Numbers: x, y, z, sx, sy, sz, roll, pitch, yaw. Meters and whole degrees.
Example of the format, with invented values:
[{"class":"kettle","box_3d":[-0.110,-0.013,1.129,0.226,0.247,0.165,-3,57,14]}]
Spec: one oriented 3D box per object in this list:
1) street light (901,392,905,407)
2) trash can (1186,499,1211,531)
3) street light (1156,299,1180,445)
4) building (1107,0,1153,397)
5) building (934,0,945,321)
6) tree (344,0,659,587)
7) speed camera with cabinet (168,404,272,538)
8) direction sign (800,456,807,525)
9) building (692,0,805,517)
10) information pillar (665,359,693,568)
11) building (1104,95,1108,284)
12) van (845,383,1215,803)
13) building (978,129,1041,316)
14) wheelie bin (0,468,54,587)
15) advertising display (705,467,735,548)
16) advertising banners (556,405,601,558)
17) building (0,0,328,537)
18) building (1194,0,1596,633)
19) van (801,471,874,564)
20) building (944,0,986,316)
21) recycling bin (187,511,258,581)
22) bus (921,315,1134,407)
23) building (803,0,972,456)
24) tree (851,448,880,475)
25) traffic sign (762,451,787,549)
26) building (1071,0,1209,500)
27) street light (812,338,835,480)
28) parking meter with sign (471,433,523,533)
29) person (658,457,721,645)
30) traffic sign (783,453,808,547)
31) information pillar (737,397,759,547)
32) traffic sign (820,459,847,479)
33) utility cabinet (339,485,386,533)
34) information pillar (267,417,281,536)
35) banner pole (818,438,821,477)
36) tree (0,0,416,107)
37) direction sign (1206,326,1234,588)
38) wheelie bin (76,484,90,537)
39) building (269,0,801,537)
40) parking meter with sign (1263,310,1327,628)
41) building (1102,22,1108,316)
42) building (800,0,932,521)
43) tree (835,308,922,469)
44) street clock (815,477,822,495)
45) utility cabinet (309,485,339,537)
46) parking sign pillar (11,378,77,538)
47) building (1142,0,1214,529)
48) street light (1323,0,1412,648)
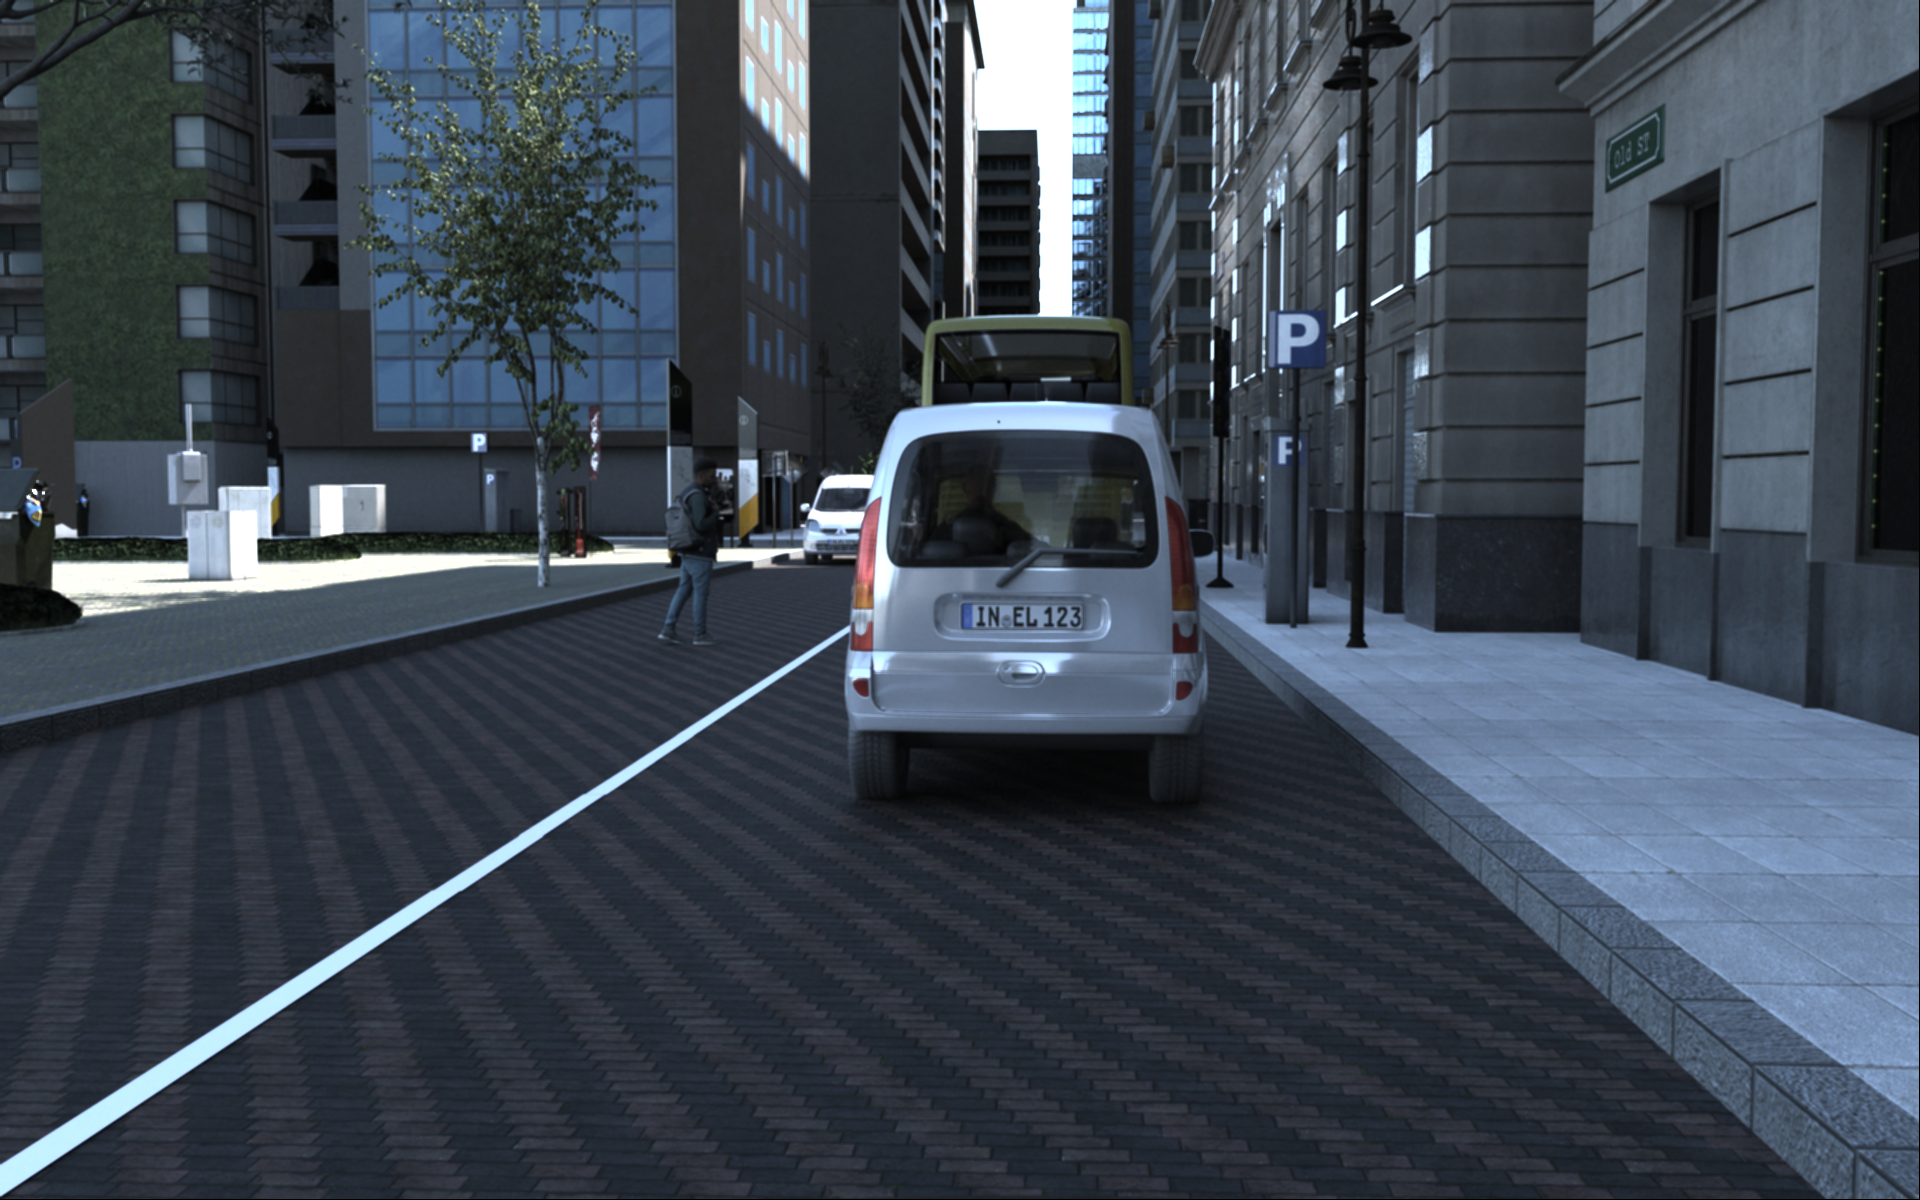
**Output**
[{"class":"street light","box_3d":[-2.569,-6.464,78.471,0.468,5.910,1.993,0,4,3]},{"class":"trash can","box_3d":[6.904,-2.346,50.017,0.748,1.137,0.748,0,3,0]},{"class":"street light","box_3d":[4.931,-4.186,41.234,0.468,5.910,1.993,0,4,3]},{"class":"building","box_3d":[18.325,-29.455,131.703,14.600,45.320,14.200,0,4,3]},{"class":"building","box_3d":[-11.202,-50.566,139.433,22.319,86.520,31.000,0,4,3]},{"class":"tree","box_3d":[-5.906,-4.477,23.562,4.737,8.622,4.395,0,3,0]},{"class":"speed camera with cabinet","box_3d":[-16.526,-2.711,38.667,2.038,3.252,0.660,-3,5,-41]},{"class":"direction sign","box_3d":[-6.509,-4.884,71.850,0.379,3.537,0.876,1,4,16]},{"class":"building","box_3d":[-9.130,-28.546,116.844,14.600,45.320,14.200,0,4,3]},{"class":"information pillar","box_3d":[-4.890,-2.375,30.183,0.504,3.616,0.183,-3,5,-44]},{"class":"building","box_3d":[26.560,-34.430,182.532,23.786,49.044,30.456,0,4,3]},{"class":"van","box_3d":[0.417,-0.149,9.454,2.013,2.044,4.112,0,4,4]},{"class":"building","box_3d":[-0.575,-36.483,220.193,21.600,48.544,21.300,0,4,3]},{"class":"wheelie bin","box_3d":[-11.559,-0.815,21.232,0.980,1.594,0.693,1,4,14]},{"class":"advertising display","box_3d":[-5.792,-2.189,41.007,0.974,1.923,0.123,-2,4,-35]},{"class":"advertising banners","box_3d":[-7.684,-2.370,34.941,0.090,3.025,2.074,-3,4,-36]},{"class":"building","box_3d":[-28.873,-22.922,58.373,14.086,41.232,14.154,0,4,3]},{"class":"building","box_3d":[10.706,-14.051,27.002,12.463,27.353,25.104,0,4,3]},{"class":"van","box_3d":[-2.287,-1.810,36.597,2.013,2.044,4.112,0,4,2]},{"class":"building","box_3d":[-11.596,-36.469,185.511,27.495,52.752,28.713,0,4,3]},{"class":"recycling bin","box_3d":[-11.067,-0.822,25.993,0.722,1.027,0.722,1,4,11]},{"class":"bus","box_3d":[1.144,-2.140,26.533,2.896,3.916,12.252,0,4,3]},{"class":"building","box_3d":[-6.145,-31.370,163.003,14.600,45.320,14.200,0,4,3]},{"class":"tree","box_3d":[-3.860,-4.798,73.042,1.663,3.219,1.824,0,3,0]},{"class":"traffic sign","box_3d":[-4.365,-2.360,40.720,0.606,2.300,0.079,1,4,9]},{"class":"building","box_3d":[25.687,-55.349,217.628,31.000,86.520,22.319,0,4,3]},{"class":"street light","box_3d":[-4.048,-4.818,51.554,0.468,5.910,1.993,0,4,3]},{"class":"parking meter with sign","box_3d":[-13.425,-3.309,50.370,0.543,3.016,1.738,1,4,21]},{"class":"person","box_3d":[-2.501,-0.465,16.448,0.721,1.781,0.623,-3,4,-38]},{"class":"traffic sign","box_3d":[-4.094,-2.356,42.156,0.795,2.450,0.064,0,4,3]},{"class":"information pillar","box_3d":[-5.119,-3.085,41.802,0.504,3.616,0.183,1,4,10]},{"class":"traffic sign","box_3d":[-3.650,-2.843,50.129,0.795,2.450,0.064,0,4,3]},{"class":"utility cabinet","box_3d":[-14.386,-2.025,41.787,1.173,1.500,0.318,2,4,30]},{"class":"information pillar","box_3d":[-20.832,-3.744,52.562,0.504,3.616,0.183,2,4,33]},{"class":"banner pole","box_3d":[-6.301,-5.365,77.730,0.401,3.779,0.863,-1,4,-10]},{"class":"tree","box_3d":[-7.288,-6.135,10.670,12.009,13.543,11.850,0,3,0]},{"class":"direction sign","box_3d":[3.583,-1.943,23.773,0.379,3.537,0.876,1,4,21]},{"class":"wheelie bin","box_3d":[-26.539,-2.689,51.874,0.980,1.594,0.693,0,4,2]},{"class":"building","box_3d":[-12.879,-24.893,57.111,14.600,45.320,14.200,0,4,3]},{"class":"parking meter with sign","box_3d":[3.294,-1.289,17.341,0.543,3.016,1.738,0,4,7]},{"class":"building","box_3d":[23.796,-30.492,153.163,22.147,44.769,28.867,0,4,3]},{"class":"building","box_3d":[-12.854,-28.585,91.060,21.300,48.544,21.600,0,4,3]},{"class":"tree","box_3d":[-3.114,-7.229,68.551,4.360,8.622,3.978,0,3,0]},{"class":"street clock","box_3d":[-6.086,-4.309,75.021,0.358,2.002,0.471,0,4,-5]},{"class":"utility cabinet","box_3d":[-15.630,-2.096,42.954,0.318,1.500,1.173,1,4,17]},{"class":"parking sign pillar","box_3d":[-21.102,-3.144,39.876,1.447,3.967,1.447,2,4,28]},{"class":"building","box_3d":[19.575,-22.936,66.886,23.993,40.220,32.217,0,4,3]},{"class":"street light","box_3d":[3.323,-2.540,14.324,0.468,5.910,1.993,0,4,3]}]
